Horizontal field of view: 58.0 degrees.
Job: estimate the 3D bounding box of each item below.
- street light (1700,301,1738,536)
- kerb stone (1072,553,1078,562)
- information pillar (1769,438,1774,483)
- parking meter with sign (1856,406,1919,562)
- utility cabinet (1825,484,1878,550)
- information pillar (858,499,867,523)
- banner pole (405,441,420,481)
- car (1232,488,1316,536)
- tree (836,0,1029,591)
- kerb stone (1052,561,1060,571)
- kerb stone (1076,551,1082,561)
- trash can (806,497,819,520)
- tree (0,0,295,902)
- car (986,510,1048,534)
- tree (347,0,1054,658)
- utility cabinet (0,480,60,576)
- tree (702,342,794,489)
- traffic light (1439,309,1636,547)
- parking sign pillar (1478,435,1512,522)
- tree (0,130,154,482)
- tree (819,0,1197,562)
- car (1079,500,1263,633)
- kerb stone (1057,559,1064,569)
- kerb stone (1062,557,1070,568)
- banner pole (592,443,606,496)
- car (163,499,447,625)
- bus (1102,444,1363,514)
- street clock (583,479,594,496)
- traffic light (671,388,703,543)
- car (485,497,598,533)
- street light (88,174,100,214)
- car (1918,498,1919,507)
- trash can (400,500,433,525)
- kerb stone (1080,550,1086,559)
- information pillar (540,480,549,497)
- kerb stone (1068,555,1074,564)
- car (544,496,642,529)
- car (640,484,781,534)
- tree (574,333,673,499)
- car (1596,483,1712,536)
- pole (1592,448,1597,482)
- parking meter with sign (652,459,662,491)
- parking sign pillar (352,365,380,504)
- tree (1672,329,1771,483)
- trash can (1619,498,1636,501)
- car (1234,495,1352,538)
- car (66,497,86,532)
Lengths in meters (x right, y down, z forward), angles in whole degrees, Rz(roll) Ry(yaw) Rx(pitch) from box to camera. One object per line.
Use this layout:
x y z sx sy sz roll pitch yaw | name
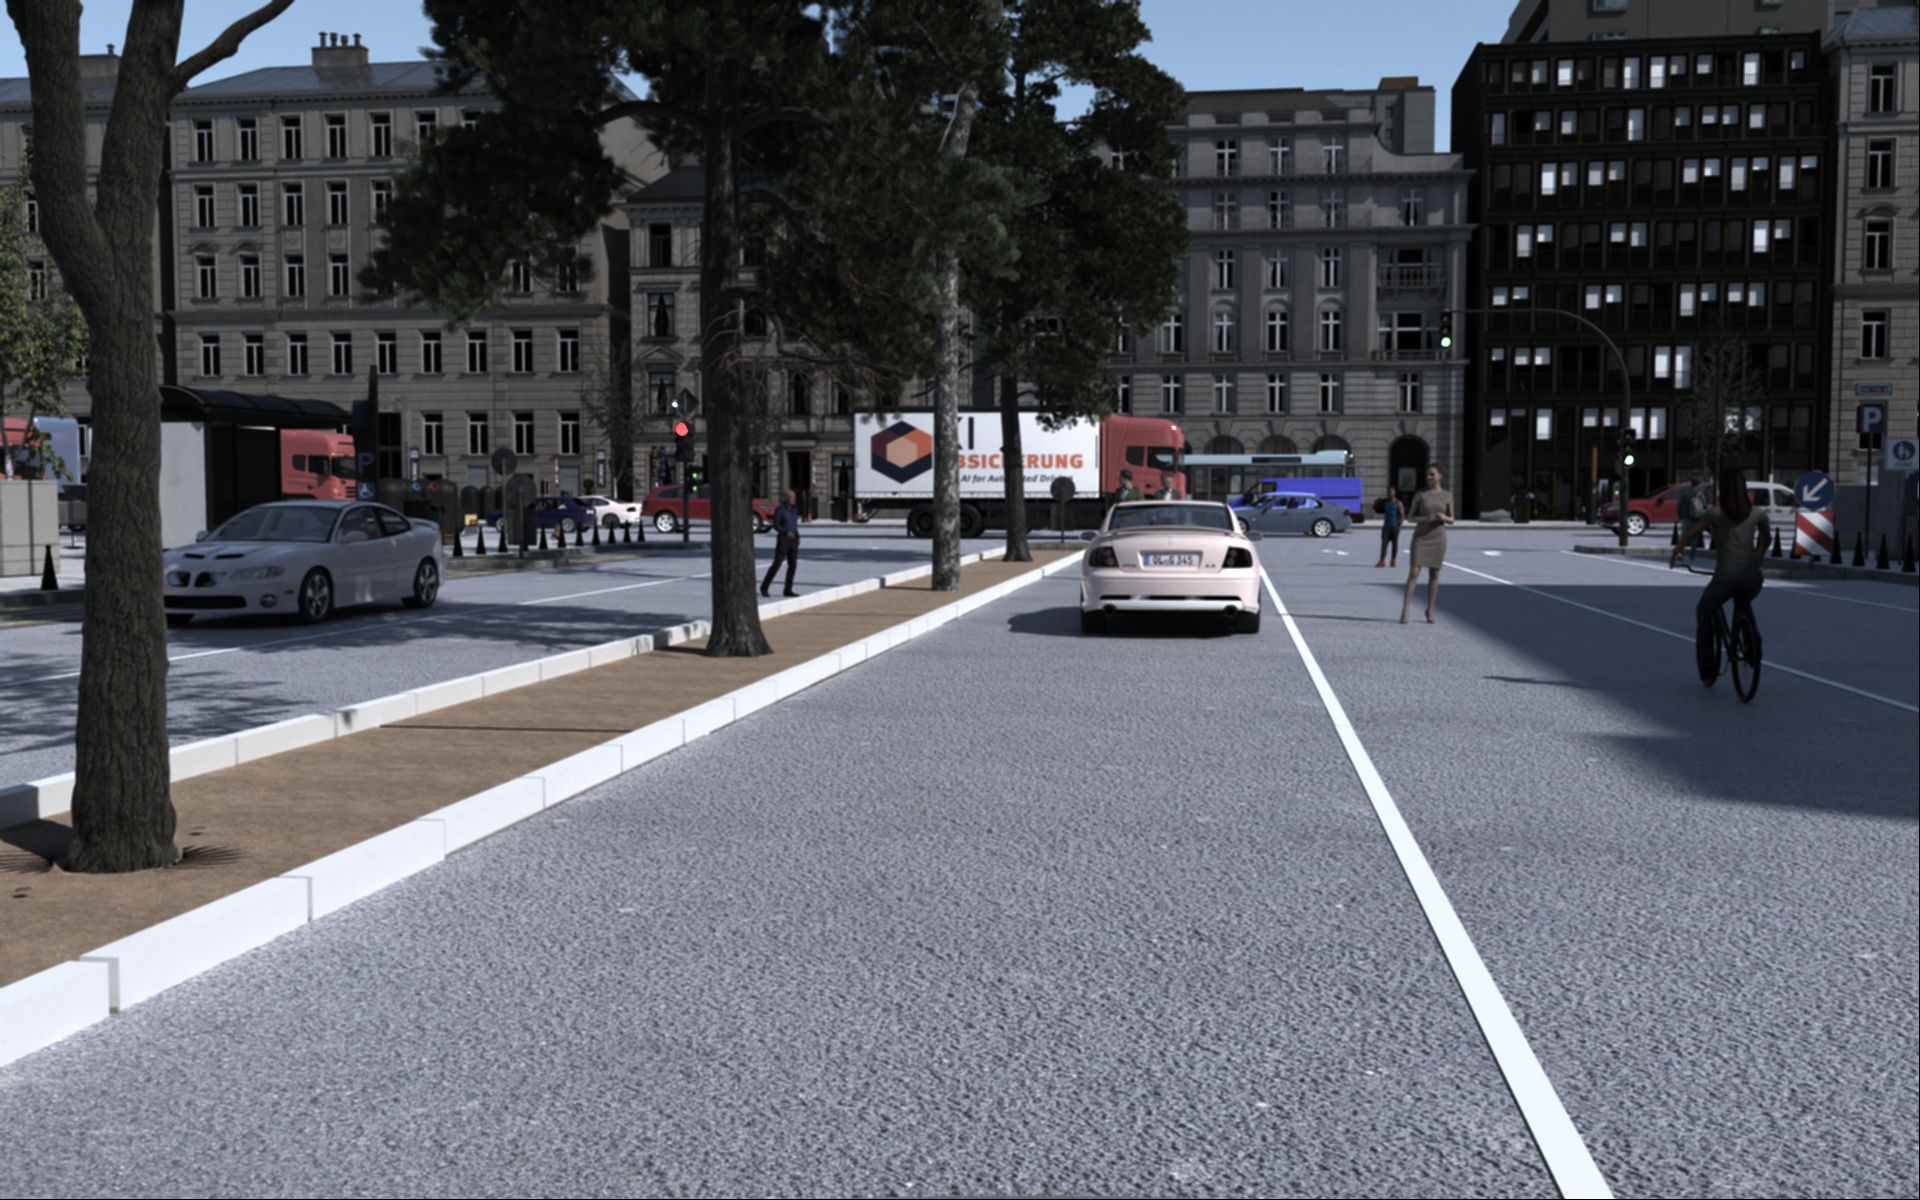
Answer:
18.187 -4.210 41.617 0.468 5.910 1.993 1 4 9 | street light
2.283 -0.823 35.770 0.120 0.150 1.000 1 4 9 | kerb stone
33.886 -4.957 72.403 0.183 3.616 0.504 2 4 33 | information pillar
18.083 -2.272 33.412 0.543 3.016 1.738 -1 4 -9 | parking meter with sign
20.072 -1.848 38.893 1.173 1.500 0.318 0 4 -4 | utility cabinet
-4.282 -4.369 75.925 0.304 2.012 0.304 2 4 30 | information pillar
-25.983 -5.631 82.078 0.863 3.779 0.401 -3 5 -42 | banner pole
10.905 -3.107 60.391 3.694 1.707 1.945 1 4 9 | car
-1.281 -10.254 26.006 12.611 20.169 13.585 0 3 0 | tree
1.671 -0.581 31.704 0.120 0.150 1.000 1 4 9 | kerb stone
2.433 -0.892 36.786 0.120 0.150 1.000 1 4 9 | kerb stone
-7.345 -4.531 85.739 0.748 1.137 0.748 0 3 0 | trash can
-3.139 -4.769 6.184 9.928 11.665 9.643 0 3 0 | tree
1.032 -3.200 62.102 4.222 1.686 2.009 0 4 8 | car
-2.074 -5.535 15.016 6.751 12.117 7.091 0 3 0 | tree
-14.698 -1.130 27.155 0.318 1.500 1.173 1 4 14 | utility cabinet
-9.945 -8.035 81.732 4.360 8.622 3.978 0 3 0 | tree
14.123 -4.146 42.454 4.771 5.953 1.251 1 4 9 | traffic light
24.410 -5.531 78.900 1.447 3.967 1.447 0 4 8 | parking sign pillar
-18.194 -5.083 33.464 4.737 8.622 4.395 0 3 0 | tree
1.043 -7.745 36.516 7.806 13.903 7.818 0 3 0 | tree
2.341 -0.423 19.274 2.083 1.381 4.827 0 4 7 | car
1.821 -0.639 32.719 0.120 0.150 1.000 1 4 9 | kerb stone
1.982 -0.706 33.733 0.120 0.150 1.000 1 4 9 | kerb stone
-17.803 -5.825 85.251 0.863 3.779 0.401 -3 4 -37 | banner pole
-7.770 -0.502 20.569 2.083 1.381 4.827 0 4 7 | car
9.795 -4.514 68.656 13.247 3.499 2.948 1 4 10 | bus
-17.945 -4.839 83.690 0.471 2.002 0.358 2 4 25 | street clock
-7.243 -3.479 45.798 0.839 4.253 0.868 1 4 9 | traffic light
-15.601 -3.181 64.582 3.894 1.354 1.945 0 4 7 | car
-12.442 -3.204 25.176 0.468 5.910 1.993 1 4 9 | street light
25.471 -2.161 47.915 3.894 1.354 1.945 0 4 8 | car
-12.811 -1.787 40.867 0.748 1.137 0.748 0 3 0 | trash can
2.593 -0.954 37.801 0.120 0.150 1.000 1 4 9 | kerb stone
-21.208 -5.135 88.451 0.304 2.012 0.304 2 4 24 | information pillar
2.135 -0.767 34.752 0.120 0.150 1.000 1 4 9 | kerb stone
-15.481 -3.640 71.881 4.827 1.381 2.083 0 4 8 | car
-9.036 -3.345 63.364 5.304 1.827 2.281 1 4 8 | car
-15.706 -7.918 79.817 4.360 8.622 3.978 0 3 0 | tree
24.566 -3.091 59.219 5.304 1.827 2.281 1 4 8 | car
27.835 -5.028 76.043 0.158 3.312 0.155 0 3 0 | pole
-15.186 -5.550 87.002 0.543 3.016 1.738 -1 4 -17 | parking meter with sign
-12.179 -2.882 35.591 1.447 3.967 1.447 -1 4 -16 | parking sign pillar
34.179 -7.829 78.374 4.360 8.622 3.978 0 3 0 | tree
26.890 -3.557 69.815 0.748 1.137 0.748 0 3 0 | trash can
10.780 -2.802 57.813 4.499 1.417 2.014 0 4 8 | car
-31.948 -3.420 64.589 5.304 1.827 2.281 0 4 8 | car
